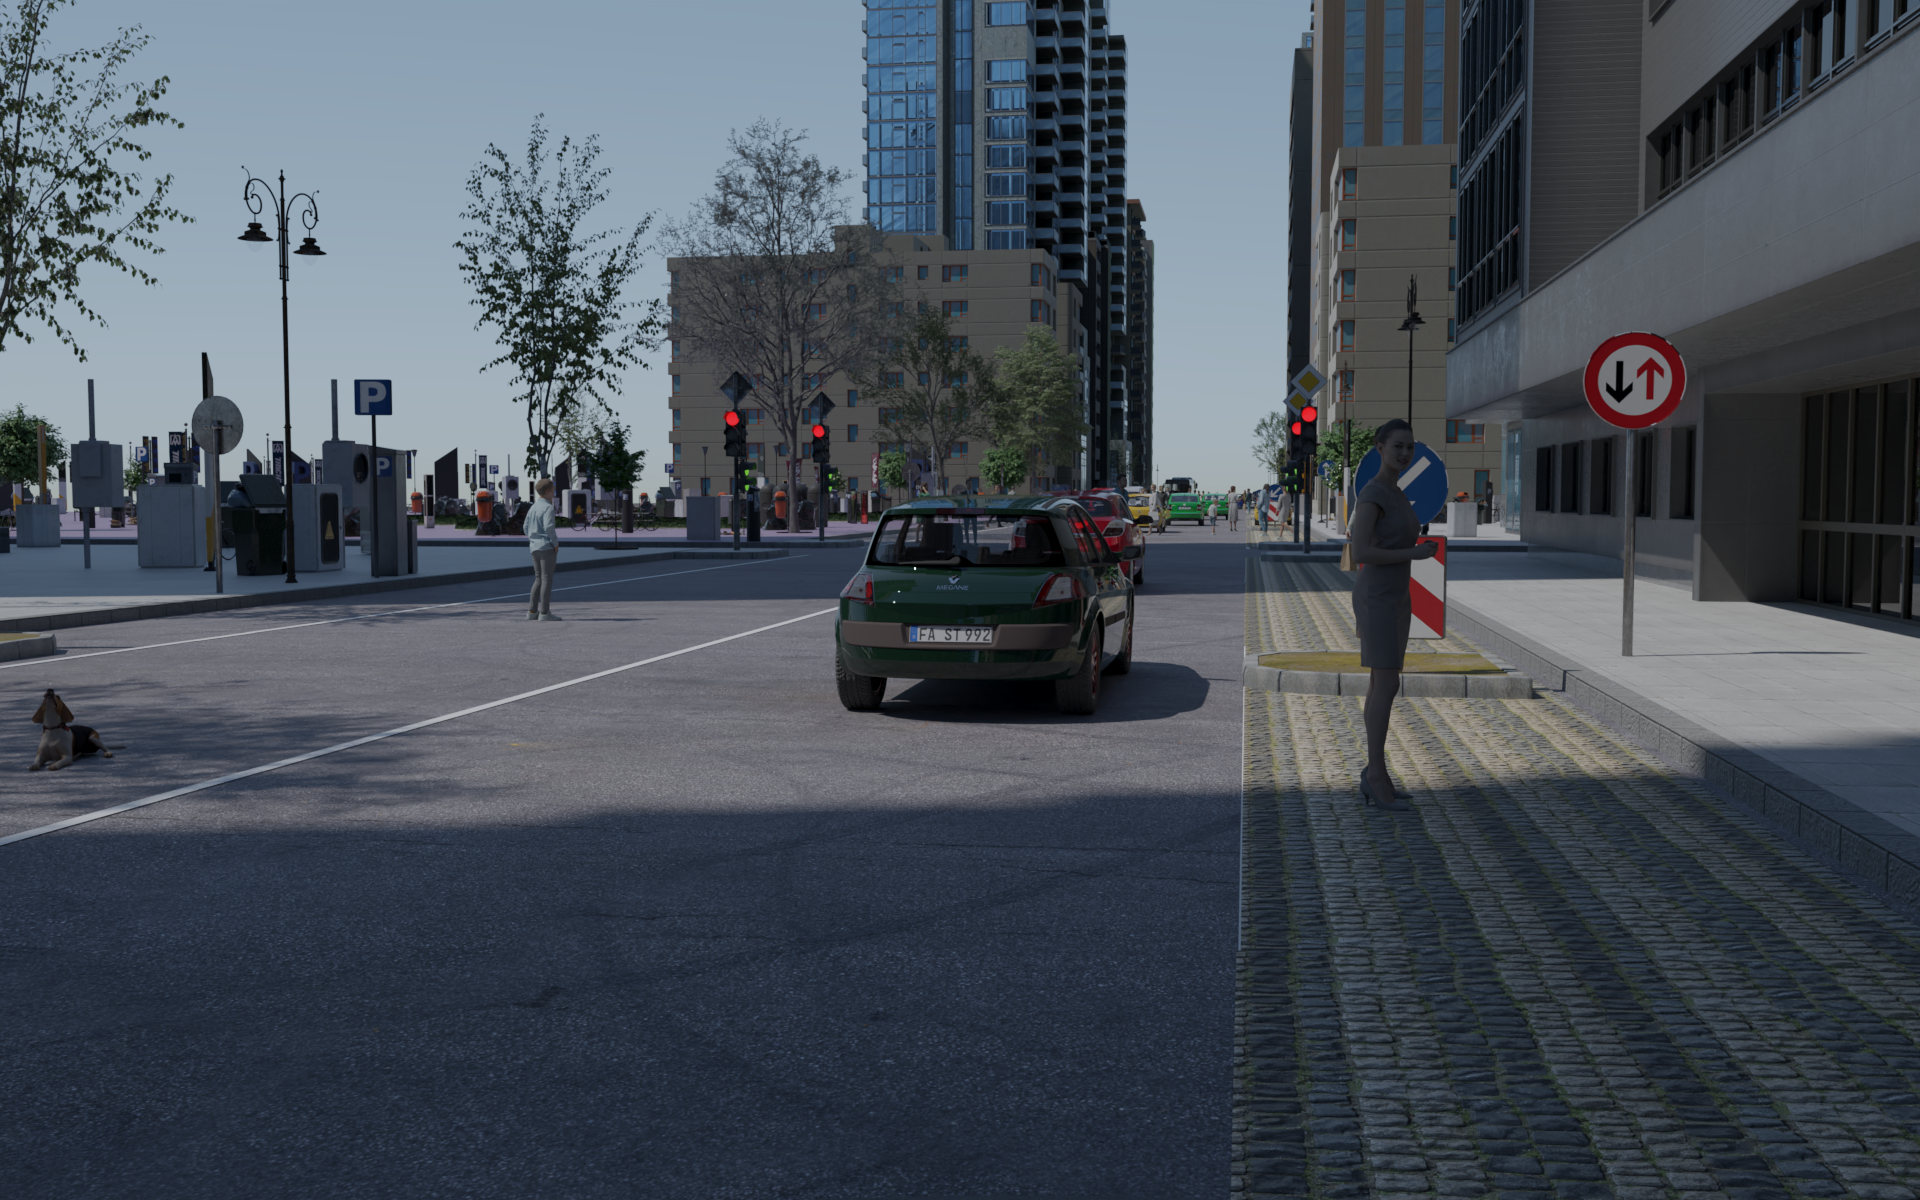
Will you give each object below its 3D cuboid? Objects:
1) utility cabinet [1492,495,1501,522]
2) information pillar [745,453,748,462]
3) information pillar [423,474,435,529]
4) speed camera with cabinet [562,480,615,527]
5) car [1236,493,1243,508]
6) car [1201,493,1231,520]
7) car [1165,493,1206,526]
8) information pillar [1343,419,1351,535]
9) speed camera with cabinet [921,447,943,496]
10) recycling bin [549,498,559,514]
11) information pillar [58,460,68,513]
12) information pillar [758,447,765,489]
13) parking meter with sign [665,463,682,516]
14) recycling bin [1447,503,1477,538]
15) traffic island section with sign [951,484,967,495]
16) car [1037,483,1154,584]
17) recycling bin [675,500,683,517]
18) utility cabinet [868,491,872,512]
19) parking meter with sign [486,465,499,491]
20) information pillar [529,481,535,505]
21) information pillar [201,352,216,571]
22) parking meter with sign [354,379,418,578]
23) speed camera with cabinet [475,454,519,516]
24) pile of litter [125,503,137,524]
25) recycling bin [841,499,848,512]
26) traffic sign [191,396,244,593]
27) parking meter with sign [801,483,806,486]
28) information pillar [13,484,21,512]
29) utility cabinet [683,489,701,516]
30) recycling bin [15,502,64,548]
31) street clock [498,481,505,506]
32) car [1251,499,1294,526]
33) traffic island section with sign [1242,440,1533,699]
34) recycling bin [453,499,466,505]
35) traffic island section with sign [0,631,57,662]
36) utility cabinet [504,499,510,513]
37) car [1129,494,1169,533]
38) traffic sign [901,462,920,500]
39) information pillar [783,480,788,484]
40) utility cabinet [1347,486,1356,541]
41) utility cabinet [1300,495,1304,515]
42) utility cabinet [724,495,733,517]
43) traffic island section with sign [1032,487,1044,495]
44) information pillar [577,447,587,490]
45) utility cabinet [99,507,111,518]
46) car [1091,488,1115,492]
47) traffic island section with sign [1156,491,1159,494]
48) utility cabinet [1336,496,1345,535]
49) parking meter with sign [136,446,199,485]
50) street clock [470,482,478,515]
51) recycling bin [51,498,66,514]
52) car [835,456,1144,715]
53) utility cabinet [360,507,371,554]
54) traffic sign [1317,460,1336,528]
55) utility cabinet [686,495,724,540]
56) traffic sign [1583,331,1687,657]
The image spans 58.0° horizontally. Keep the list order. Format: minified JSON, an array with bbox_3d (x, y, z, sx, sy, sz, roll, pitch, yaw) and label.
[{"bbox_3d":[25.031,-4.247,80.599,1.020,1.237,0.306,-3,5,-40],"label":"utility cabinet"},{"bbox_3d":[-12.119,-6.545,98.360,0.183,3.616,0.504,0,4,-3],"label":"information pillar"},{"bbox_3d":[-19.806,-3.677,64.604,0.304,2.012,0.304,-2,4,-34],"label":"information pillar"},{"bbox_3d":[-14.647,-4.532,68.435,2.038,3.252,0.660,-2,4,-35],"label":"speed camera with cabinet"},{"bbox_3d":[27.728,-10.042,173.774,1.945,1.707,3.694,1,4,10],"label":"car"},{"bbox_3d":[14.183,-5.359,96.410,1.959,1.807,4.718,0,4,8],"label":"car"},{"bbox_3d":[10.283,-4.312,79.305,1.959,1.807,4.718,0,4,8],"label":"car"},{"bbox_3d":[12.113,-3.842,54.177,0.183,3.616,0.504,0,4,0],"label":"information pillar"},{"bbox_3d":[-1.177,-4.810,72.975,0.660,3.252,2.038,1,4,11],"label":"speed camera with cabinet"},{"bbox_3d":[-25.862,-5.942,109.704,0.722,1.027,0.722,1,4,14],"label":"recycling bin"},{"bbox_3d":[-60.539,-7.676,116.860,0.504,3.616,0.183,-2,4,-32],"label":"information pillar"},{"bbox_3d":[-9.933,-5.833,86.727,0.504,3.616,0.183,3,5,42],"label":"information pillar"},{"bbox_3d":[-16.039,-6.205,97.708,0.543,3.016,1.738,-2,4,-33],"label":"parking meter with sign"},{"bbox_3d":[14.919,-2.380,51.467,0.722,1.027,0.722,0,4,2],"label":"recycling bin"},{"bbox_3d":[-0.049,-3.752,69.971,1.989,1.847,2.006,1,4,9],"label":"traffic island section with sign"},{"bbox_3d":[1.850,-1.066,26.476,2.155,1.783,4.494,1,4,9],"label":"car"},{"bbox_3d":[-12.744,-4.148,80.370,0.722,1.027,0.722,-3,5,-41],"label":"recycling bin"},{"bbox_3d":[-6.007,-6.583,116.317,0.318,1.500,1.173,-2,4,-27],"label":"utility cabinet"},{"bbox_3d":[-28.291,-6.620,104.499,0.543,3.016,1.738,-2,4,-28],"label":"parking meter with sign"},{"bbox_3d":[-24.042,-5.680,97.366,0.304,2.012,0.304,0,4,-5],"label":"information pillar"},{"bbox_3d":[-12.499,-2.293,28.853,0.183,3.616,0.504,-1,4,-12],"label":"information pillar"},{"bbox_3d":[-8.952,-1.891,27.184,0.543,3.016,1.738,0,4,-3],"label":"parking meter with sign"},{"bbox_3d":[-22.793,-5.562,85.273,2.038,3.252,0.660,-2,4,-35],"label":"speed camera with cabinet"},{"bbox_3d":[-35.678,-3.756,75.370,1.176,0.858,1.719,1,4,21],"label":"pile of litter"},{"bbox_3d":[-6.271,-5.092,95.808,0.722,1.027,0.722,-2,4,-33],"label":"recycling bin"},{"bbox_3d":[-9.621,-1.365,22.431,0.768,2.556,0.104,1,4,13],"label":"traffic sign"},{"bbox_3d":[-10.907,-7.494,118.780,1.738,3.016,0.543,-3,4,-36],"label":"parking meter with sign"},{"bbox_3d":[-40.869,-5.127,75.179,0.183,3.616,0.504,1,4,19],"label":"information pillar"},{"bbox_3d":[-11.162,-3.881,72.137,0.318,1.500,1.173,1,4,15],"label":"utility cabinet"},{"bbox_3d":[-22.331,-1.798,41.955,0.722,1.027,0.722,2,4,32],"label":"recycling bin"},{"bbox_3d":[-25.320,-5.590,95.969,0.358,2.002,0.471,3,5,45],"label":"street clock"},{"bbox_3d":[14.403,-4.245,79.628,2.015,1.641,3.980,1,4,10],"label":"car"},{"bbox_3d":[3.151,-0.273,13.088,1.989,1.847,2.006,1,4,9],"label":"traffic island section with sign"},{"bbox_3d":[-26.961,-4.922,93.026,0.722,1.027,0.722,-2,4,-29],"label":"recycling bin"},{"bbox_3d":[-9.147,-0.398,15.127,1.989,1.847,2.006,1,4,9],"label":"traffic island section with sign"},{"bbox_3d":[-29.500,-6.368,112.798,0.318,1.500,1.173,-1,4,-18],"label":"utility cabinet"},{"bbox_3d":[6.853,-3.364,65.223,2.015,1.641,3.980,1,4,9],"label":"car"},{"bbox_3d":[-1.967,-4.187,68.568,0.768,2.556,0.104,1,4,14],"label":"traffic sign"},{"bbox_3d":[-9.111,-5.298,91.122,0.304,2.012,0.304,1,4,22],"label":"information pillar"},{"bbox_3d":[10.698,-2.329,46.751,0.318,1.500,1.173,1,4,21],"label":"utility cabinet"},{"bbox_3d":[20.960,-5.802,106.028,1.020,1.237,0.306,1,4,14],"label":"utility cabinet"},{"bbox_3d":[-12.441,-5.052,93.761,1.020,1.237,0.306,0,4,-7],"label":"utility cabinet"},{"bbox_3d":[4.354,-5.378,96.566,1.989,1.847,2.006,1,4,9],"label":"traffic island section with sign"},{"bbox_3d":[-18.934,-5.841,86.850,0.504,3.616,0.183,1,4,16],"label":"information pillar"},{"bbox_3d":[-46.632,-5.097,94.496,0.306,1.237,1.020,0,4,-5],"label":"utility cabinet"},{"bbox_3d":[8.858,-6.016,107.032,2.281,1.827,5.304,1,4,11],"label":"car"},{"bbox_3d":[26.040,-13.385,227.475,1.989,1.847,2.006,1,4,9],"label":"traffic island section with sign"},{"bbox_3d":[12.123,-2.687,55.093,0.306,1.237,1.020,1,4,9],"label":"utility cabinet"},{"bbox_3d":[-18.948,-2.806,42.146,1.738,3.016,0.543,0,4,-4],"label":"parking meter with sign"},{"bbox_3d":[-30.136,-6.285,107.334,0.471,2.002,0.358,2,4,32],"label":"street clock"},{"bbox_3d":[-57.357,-5.963,110.048,0.722,1.027,0.722,1,4,18],"label":"recycling bin"},{"bbox_3d":[0.307,-0.182,12.760,2.009,1.686,4.222,1,4,10],"label":"car"},{"bbox_3d":[-12.336,-1.703,36.524,0.318,1.500,1.173,-3,4,-36],"label":"utility cabinet"},{"bbox_3d":[13.844,-3.986,65.272,0.768,2.556,0.104,1,4,11],"label":"traffic sign"},{"bbox_3d":[-7.168,-2.279,48.421,1.020,1.237,0.306,2,4,32],"label":"utility cabinet"},{"bbox_3d":[5.278,-0.827,13.622,0.768,2.556,0.104,1,4,12],"label":"traffic sign"}]
